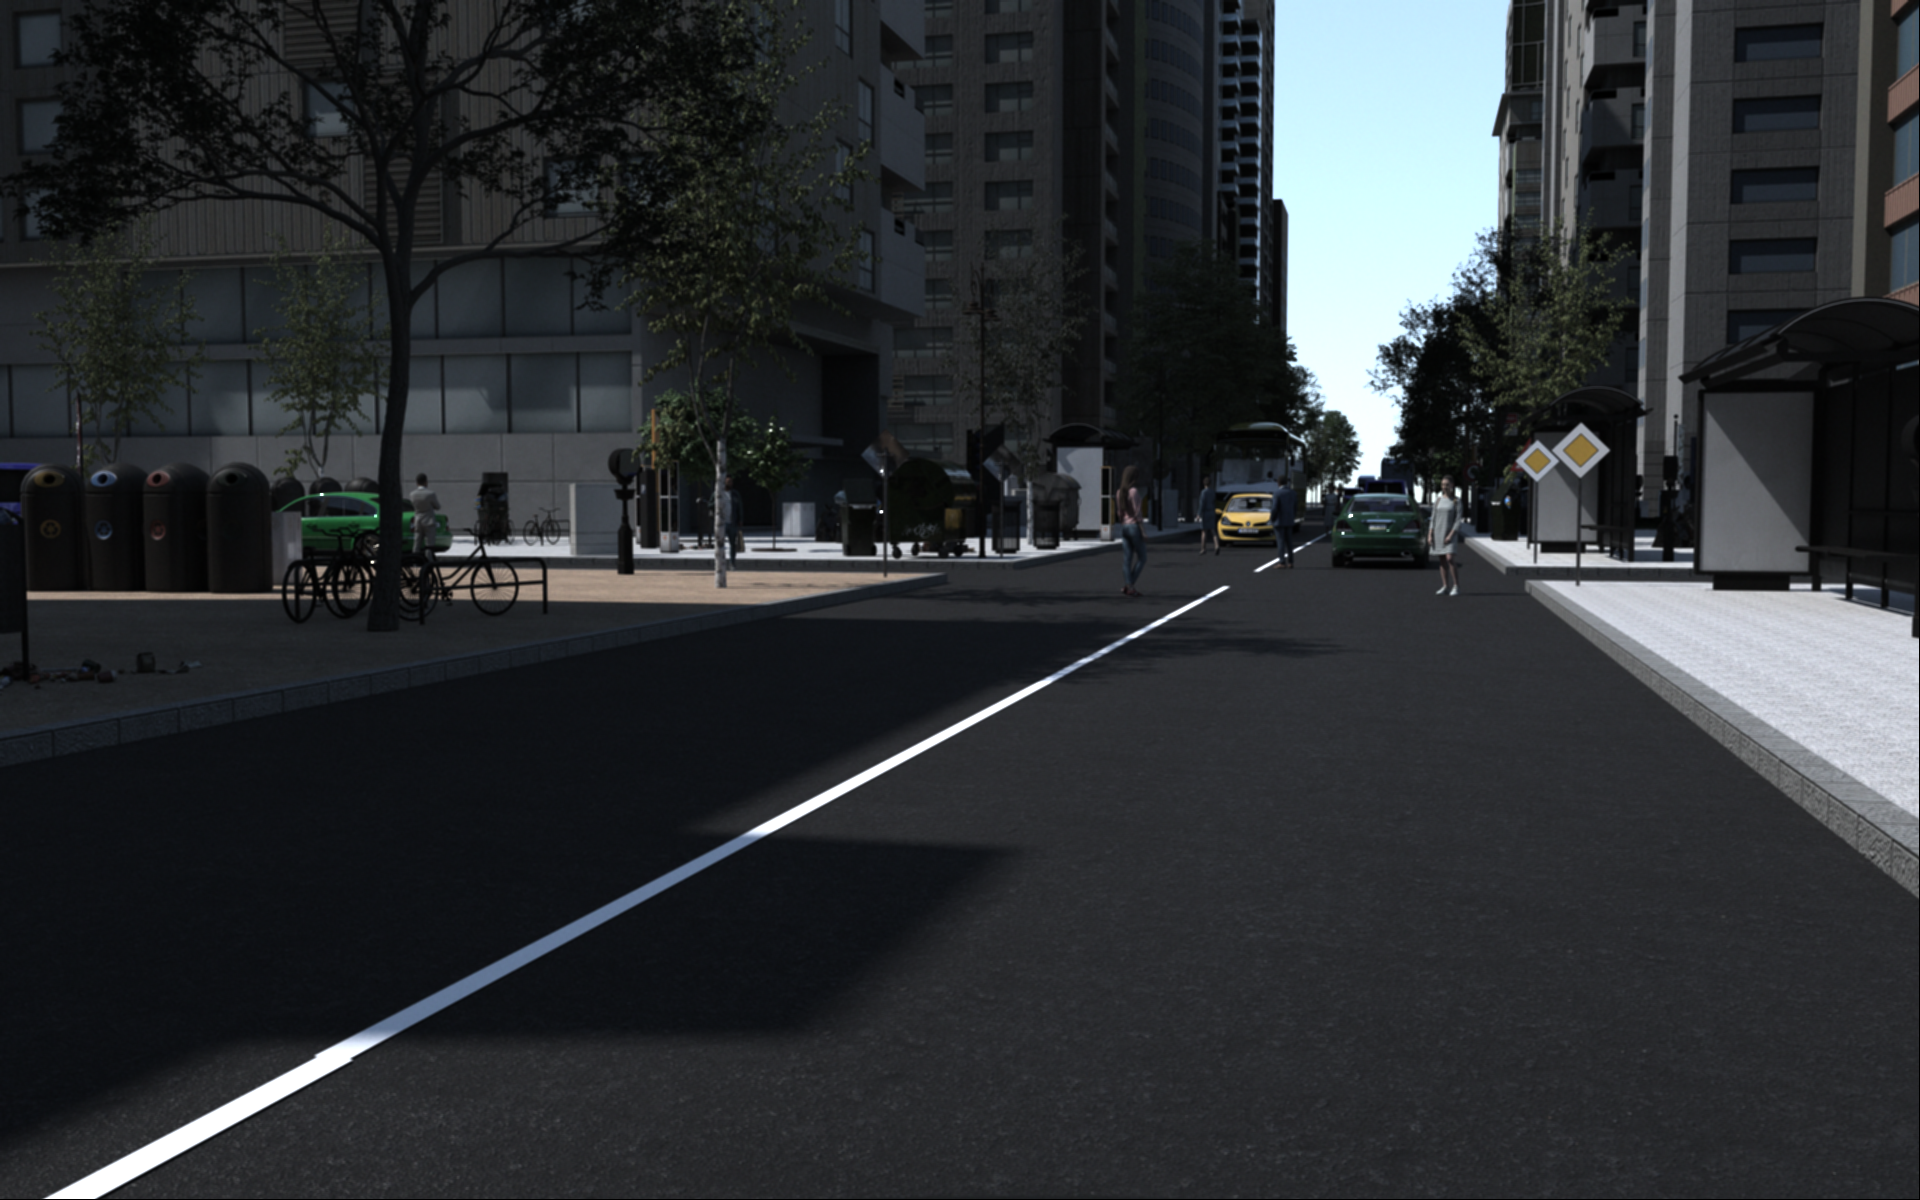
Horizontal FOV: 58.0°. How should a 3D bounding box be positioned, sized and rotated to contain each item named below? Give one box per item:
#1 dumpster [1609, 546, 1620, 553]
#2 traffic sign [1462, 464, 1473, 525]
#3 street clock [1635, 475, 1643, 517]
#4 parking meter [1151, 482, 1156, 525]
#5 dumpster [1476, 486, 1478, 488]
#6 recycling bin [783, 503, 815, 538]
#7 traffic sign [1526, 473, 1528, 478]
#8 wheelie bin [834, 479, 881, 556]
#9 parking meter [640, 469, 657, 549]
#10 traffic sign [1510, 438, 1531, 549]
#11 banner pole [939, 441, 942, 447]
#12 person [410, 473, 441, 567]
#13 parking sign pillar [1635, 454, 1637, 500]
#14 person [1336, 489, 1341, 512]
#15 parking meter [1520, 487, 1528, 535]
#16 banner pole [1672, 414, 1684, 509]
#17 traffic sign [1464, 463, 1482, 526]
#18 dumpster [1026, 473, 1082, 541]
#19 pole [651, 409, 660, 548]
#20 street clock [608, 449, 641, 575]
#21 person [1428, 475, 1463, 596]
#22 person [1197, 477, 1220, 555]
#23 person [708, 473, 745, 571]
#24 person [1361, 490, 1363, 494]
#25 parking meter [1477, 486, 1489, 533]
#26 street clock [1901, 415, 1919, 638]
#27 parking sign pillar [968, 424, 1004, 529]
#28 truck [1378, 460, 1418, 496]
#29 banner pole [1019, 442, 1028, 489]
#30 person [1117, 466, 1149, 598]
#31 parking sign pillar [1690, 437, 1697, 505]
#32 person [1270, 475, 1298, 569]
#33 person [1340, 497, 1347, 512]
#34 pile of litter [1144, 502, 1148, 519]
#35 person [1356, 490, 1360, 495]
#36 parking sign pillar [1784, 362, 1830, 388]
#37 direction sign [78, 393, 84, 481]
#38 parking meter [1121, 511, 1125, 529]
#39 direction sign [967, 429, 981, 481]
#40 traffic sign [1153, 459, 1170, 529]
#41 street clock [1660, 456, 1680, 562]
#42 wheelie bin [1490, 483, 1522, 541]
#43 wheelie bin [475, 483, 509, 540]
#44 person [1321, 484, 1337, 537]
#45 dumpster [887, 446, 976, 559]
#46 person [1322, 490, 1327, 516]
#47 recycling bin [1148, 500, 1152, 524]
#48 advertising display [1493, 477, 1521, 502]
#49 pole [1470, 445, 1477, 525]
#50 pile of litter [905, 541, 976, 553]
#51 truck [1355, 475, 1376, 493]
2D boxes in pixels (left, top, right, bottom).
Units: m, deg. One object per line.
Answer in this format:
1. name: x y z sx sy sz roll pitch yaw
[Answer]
1. dumpster: 14.225 -2.019 38.766 1.264 1.857 1.865 1 4 14
2. traffic sign: 21.061 -4.353 71.281 0.768 2.556 0.104 1 4 16
3. street clock: 25.471 -3.701 65.079 0.358 2.002 0.471 3 4 36
4. parking meter: 8.078 -4.006 71.204 0.255 1.863 0.399 -2 4 -32
5. dumpster: 23.939 -4.441 78.366 1.264 1.857 1.865 1 4 14
6. recycling bin: -4.789 -2.381 51.489 0.722 1.027 0.722 2 4 32
7. traffic sign: 22.803 -4.192 68.649 0.768 2.556 0.104 1 4 23
8. wheelie bin: -2.144 -1.714 35.940 0.980 1.594 0.693 -1 4 -19
9. parking meter: -7.365 -2.151 40.874 0.255 1.863 0.399 -3 5 -39
10. traffic sign: 13.207 -2.456 40.166 0.884 2.594 0.081 1 4 21
11. banner pole: -1.022 -5.590 81.418 0.401 3.779 0.863 2 4 26
12. person: -9.497 -1.353 30.803 0.511 1.800 0.466 0 4 0
13. parking sign pillar: 30.915 -5.654 80.910 1.447 3.967 1.447 -3 5 -40
14. person: 23.639 -6.107 108.792 0.568 1.767 0.683 1 4 15
15. parking meter: 17.794 -2.811 54.376 0.372 1.533 0.369 0 3 0
16. banner pole: 22.659 -3.955 54.674 0.863 3.779 0.401 -3 5 -44
17. traffic sign: 20.823 -4.286 70.182 0.768 2.556 0.104 1 4 19
18. dumpster: 2.582 -2.578 47.916 1.264 1.857 1.865 1 4 14
19. pole: -7.284 -2.918 41.550 0.158 3.312 0.155 0 3 0
20. street clock: -5.343 -1.410 27.631 0.358 2.002 0.471 3 5 44
21. person: 6.942 -0.928 24.680 0.512 1.701 0.522 3 5 41
22. person: 5.828 -1.962 40.606 0.581 1.822 0.654 -2 4 -23
23. person: -4.255 -1.437 31.981 0.794 1.824 0.713 0 4 1
24. person: 35.569 -8.826 153.361 0.990 1.755 0.434 -1 4 -15
25. parking meter: 17.240 -2.977 57.084 0.372 1.533 0.369 0 3 0
26. street clock: 8.621 -0.661 15.371 0.471 2.002 0.358 0 4 4
27. parking sign pillar: 0.982 -4.672 64.854 1.447 3.967 1.447 -1 4 -20
28. truck: 31.363 -8.264 124.870 2.967 4.110 18.799 1 4 15
29. banner pole: 3.031 -5.704 83.274 0.863 3.779 0.401 -3 5 -42
30. person: 2.407 -0.947 23.991 0.388 1.821 0.555 -3 5 -39
31. parking sign pillar: 25.068 -4.270 58.289 1.447 3.967 1.447 0 4 -1
32. person: 6.242 -1.506 33.312 0.721 1.800 0.419 -2 4 -34
33. person: 15.940 -3.620 71.937 0.306 1.304 0.590 0 4 -2
34. pile of litter: 9.762 -4.674 90.387 1.719 0.858 1.176 1 4 12
35. person: 27.348 -6.680 118.656 0.436 1.711 0.756 -2 4 -33
36. parking sign pillar: 15.957 -2.738 33.240 1.447 3.967 1.447 2 4 35
37. direction sign: -19.810 -2.879 39.062 0.379 3.537 0.876 -2 4 -26
38. parking meter: 6.039 -3.322 62.729 0.372 1.533 0.369 0 3 0
39. direction sign: 0.481 -4.198 60.633 0.379 3.537 0.876 -2 4 -32
40. traffic sign: 7.246 -3.846 62.990 0.768 2.556 0.104 1 4 19
41. street clock: 13.422 -1.724 32.764 0.358 2.002 0.471 1 4 18
42. wheelie bin: 15.025 -2.431 47.649 0.693 1.594 0.980 -1 4 -10
43. wheelie bin: -12.985 -2.465 48.215 0.693 1.594 0.980 3 5 43
44. person: 12.336 -2.985 57.875 0.480 1.755 0.524 2 4 26
45. dumpster: -0.623 -1.977 34.810 1.502 2.255 1.985 1 4 14
46. person: 23.496 -6.226 111.116 0.721 1.723 1.217 3 4 36
47. recycling bin: 8.550 -3.779 74.335 0.722 1.027 0.722 3 4 36
48. advertising display: 20.134 -3.580 63.748 0.974 1.923 0.123 0 4 8
49. pole: 21.400 -4.791 72.168 0.158 3.312 0.155 0 3 0
50. pile of litter: -0.404 -1.485 38.248 1.176 0.858 1.719 -3 4 -38
51. truck: 59.377 -15.999 251.346 2.967 4.110 18.799 1 4 16
